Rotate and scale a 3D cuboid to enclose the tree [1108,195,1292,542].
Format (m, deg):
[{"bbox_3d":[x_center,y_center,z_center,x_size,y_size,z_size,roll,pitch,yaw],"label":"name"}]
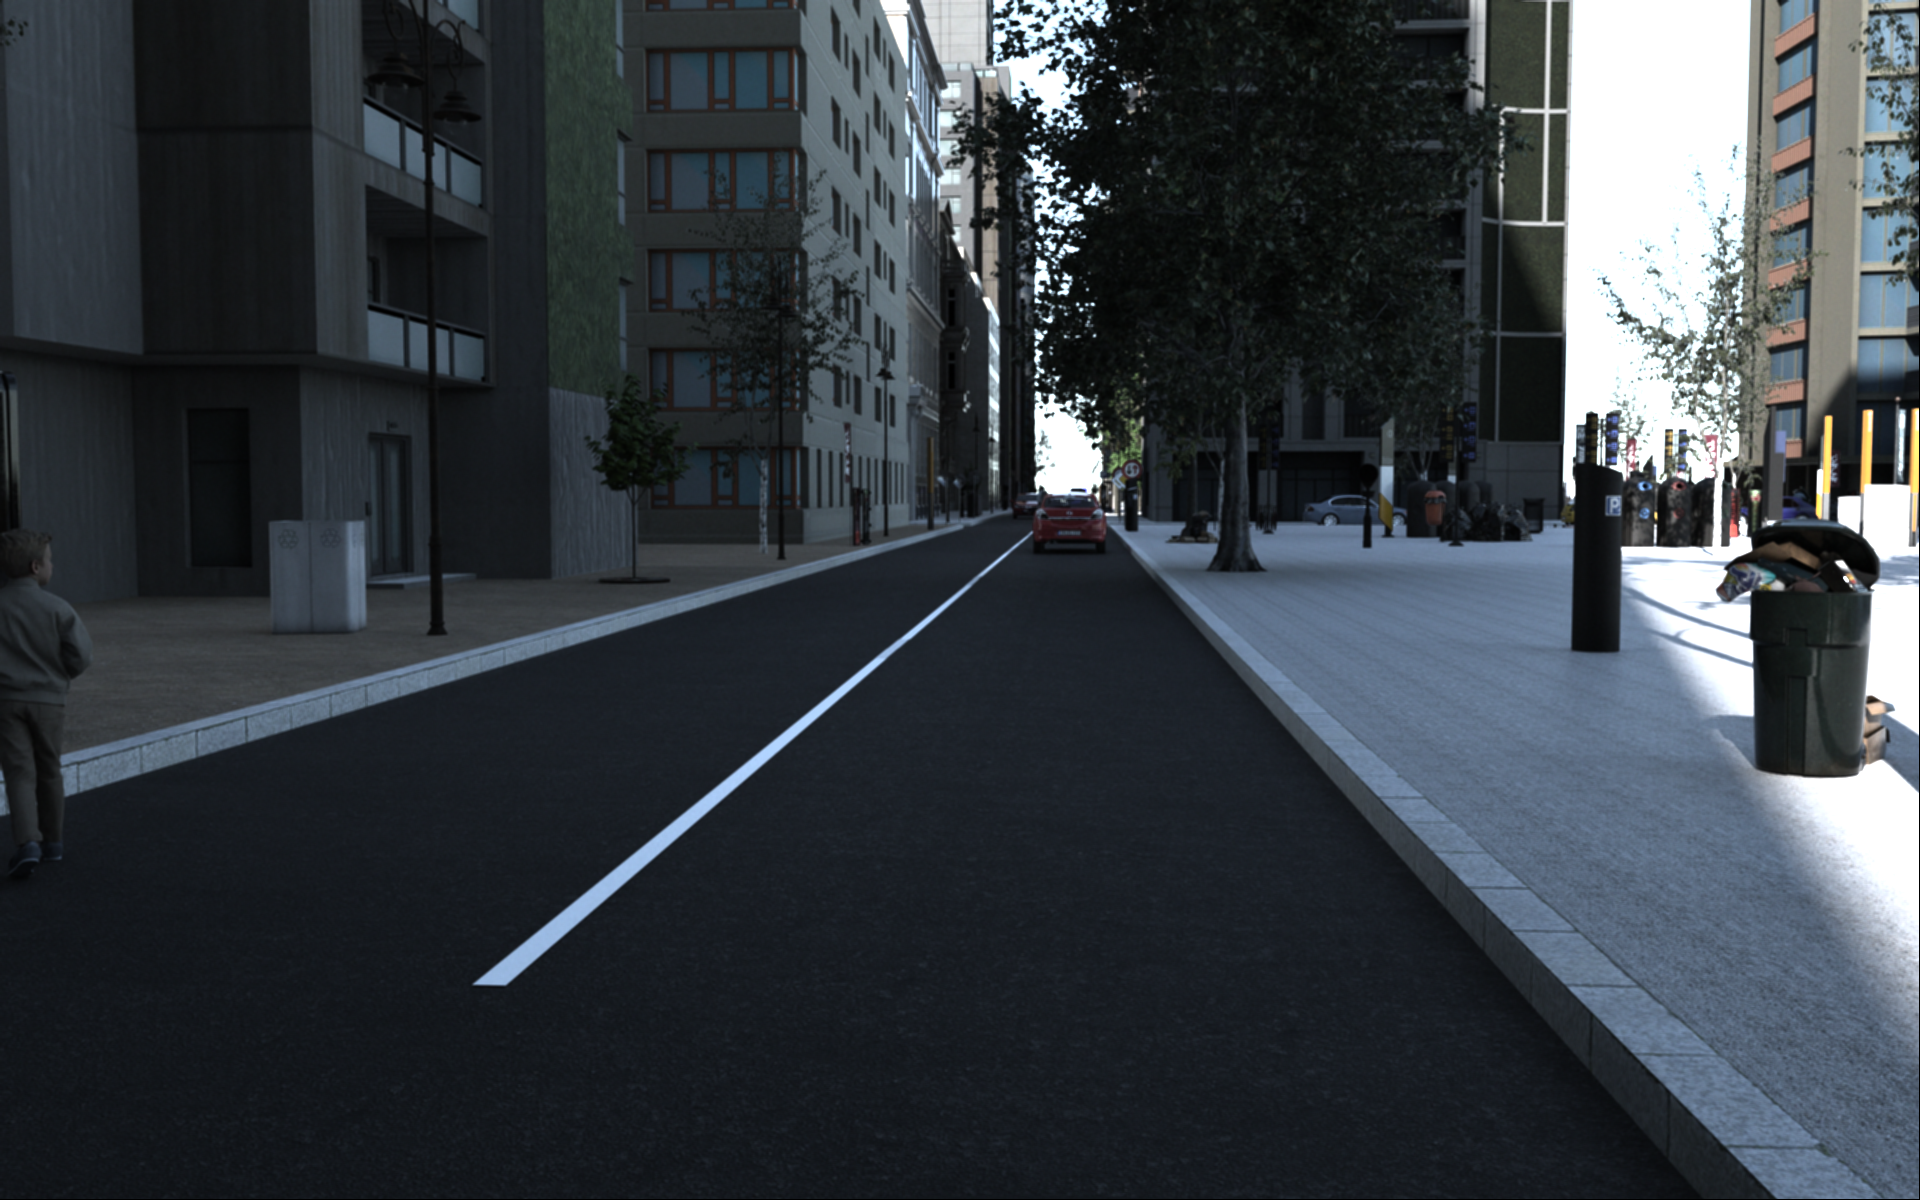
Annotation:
[{"bbox_3d":[5.799,-5.364,38.059,4.737,8.622,4.395,0,3,0],"label":"tree"}]

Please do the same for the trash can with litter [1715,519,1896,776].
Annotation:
[{"bbox_3d":[4.034,0.195,8.193,0.624,1.170,1.055,3,5,39],"label":"trash can with litter"}]

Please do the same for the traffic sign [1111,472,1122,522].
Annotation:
[{"bbox_3d":[7.218,-4.566,78.299,0.795,2.450,0.064,0,4,4],"label":"traffic sign"}]

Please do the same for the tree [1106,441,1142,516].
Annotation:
[{"bbox_3d":[10.185,-7.278,102.701,4.285,4.588,4.351,0,3,0],"label":"tree"}]

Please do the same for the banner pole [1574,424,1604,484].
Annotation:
[{"bbox_3d":[19.668,-3.939,54.414,0.863,3.779,0.401,-1,4,-11],"label":"banner pole"}]

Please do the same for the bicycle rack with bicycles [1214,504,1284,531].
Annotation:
[{"bbox_3d":[10.311,-2.950,61.611,2.852,0.926,2.925,2,4,23],"label":"bicycle rack with bicycles"}]

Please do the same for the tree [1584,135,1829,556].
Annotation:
[{"bbox_3d":[15.417,-5.213,35.600,4.360,8.622,3.978,0,3,0],"label":"tree"}]

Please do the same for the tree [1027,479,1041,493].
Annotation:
[{"bbox_3d":[8.846,-13.572,216.496,1.663,3.219,1.824,0,3,0],"label":"tree"}]

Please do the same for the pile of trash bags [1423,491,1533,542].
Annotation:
[{"bbox_3d":[13.847,-2.279,47.021,3.447,1.369,1.912,-2,4,-35],"label":"pile of trash bags"}]

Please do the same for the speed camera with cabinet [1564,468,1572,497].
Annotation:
[{"bbox_3d":[45.317,-8.191,128.259,0.660,3.252,2.038,0,4,1],"label":"speed camera with cabinet"}]

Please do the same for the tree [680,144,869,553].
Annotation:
[{"bbox_3d":[-4.176,-5.331,37.518,4.360,8.622,3.978,0,3,0],"label":"tree"}]

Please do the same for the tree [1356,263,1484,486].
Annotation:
[{"bbox_3d":[14.964,-6.457,55.936,4.360,8.622,3.978,0,3,0],"label":"tree"}]

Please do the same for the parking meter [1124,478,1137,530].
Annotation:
[{"bbox_3d":[6.031,-3.391,61.154,0.399,1.863,0.255,-2,4,-24],"label":"parking meter"}]

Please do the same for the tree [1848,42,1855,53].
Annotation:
[{"bbox_3d":[11.828,-4.171,18.559,4.360,8.622,3.978,0,3,0],"label":"tree"}]

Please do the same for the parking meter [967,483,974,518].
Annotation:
[{"bbox_3d":[0.577,-5.441,94.674,0.255,1.863,0.399,2,4,25],"label":"parking meter"}]

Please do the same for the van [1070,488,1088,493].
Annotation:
[{"bbox_3d":[11.810,-10.300,172.793,2.240,2.365,5.245,0,4,3],"label":"van"}]

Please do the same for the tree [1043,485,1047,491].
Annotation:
[{"bbox_3d":[13.273,-17.780,285.295,1.663,3.219,1.824,0,3,0],"label":"tree"}]

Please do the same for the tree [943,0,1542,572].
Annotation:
[{"bbox_3d":[4.570,-6.833,28.724,9.611,12.733,9.660,0,3,0],"label":"tree"}]

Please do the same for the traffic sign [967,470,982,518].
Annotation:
[{"bbox_3d":[0.753,-5.584,91.411,0.768,2.556,0.104,1,4,9],"label":"traffic sign"}]

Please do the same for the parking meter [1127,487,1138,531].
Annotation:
[{"bbox_3d":[5.937,-3.129,59.574,0.372,1.533,0.369,0,3,0],"label":"parking meter"}]

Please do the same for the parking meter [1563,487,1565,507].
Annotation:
[{"bbox_3d":[50.444,-8.516,144.946,0.255,1.863,0.399,2,4,29],"label":"parking meter"}]

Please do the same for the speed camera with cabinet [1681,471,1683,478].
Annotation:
[{"bbox_3d":[49.898,-7.673,119.787,0.660,3.252,2.038,3,4,38],"label":"speed camera with cabinet"}]

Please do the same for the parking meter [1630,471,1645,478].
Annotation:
[{"bbox_3d":[16.781,-2.278,42.962,0.255,1.863,0.399,0,4,0],"label":"parking meter"}]

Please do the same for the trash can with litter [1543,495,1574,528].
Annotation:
[{"bbox_3d":[23.516,-3.385,66.395,2.233,1.210,1.678,1,4,14],"label":"trash can with litter"}]

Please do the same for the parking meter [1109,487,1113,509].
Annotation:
[{"bbox_3d":[12.523,-8.479,144.345,0.399,1.863,0.255,1,4,12],"label":"parking meter"}]

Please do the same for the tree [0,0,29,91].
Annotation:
[{"bbox_3d":[-10.368,-3.920,14.460,4.360,8.622,3.978,0,3,0],"label":"tree"}]

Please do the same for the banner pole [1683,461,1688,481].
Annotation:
[{"bbox_3d":[47.898,-7.608,114.403,0.401,3.779,0.863,3,5,41],"label":"banner pole"}]

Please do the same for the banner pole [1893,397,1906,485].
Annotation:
[{"bbox_3d":[24.329,-3.357,44.899,0.863,3.779,0.401,-3,5,-44],"label":"banner pole"}]

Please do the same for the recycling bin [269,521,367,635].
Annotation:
[{"bbox_3d":[-5.988,-0.222,16.177,0.722,1.027,0.722,-1,4,-8],"label":"recycling bin"}]

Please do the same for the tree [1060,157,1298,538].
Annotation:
[{"bbox_3d":[6.952,-7.637,50.614,9.928,11.665,9.643,0,3,0],"label":"tree"}]

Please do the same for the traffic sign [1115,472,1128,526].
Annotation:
[{"bbox_3d":[6.674,-4.079,70.332,0.795,2.450,0.064,0,4,4],"label":"traffic sign"}]

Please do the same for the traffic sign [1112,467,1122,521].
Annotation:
[{"bbox_3d":[7.546,-4.985,81.617,0.768,2.556,0.104,1,4,13],"label":"traffic sign"}]

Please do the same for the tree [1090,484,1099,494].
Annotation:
[{"bbox_3d":[21.169,-17.002,272.591,1.663,3.219,1.824,0,3,0],"label":"tree"}]

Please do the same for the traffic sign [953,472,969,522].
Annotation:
[{"bbox_3d":[-0.008,-4.597,78.810,0.795,2.450,0.064,0,4,4],"label":"traffic sign"}]

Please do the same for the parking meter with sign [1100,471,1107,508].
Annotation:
[{"bbox_3d":[10.932,-8.277,131.594,0.543,3.016,1.738,0,4,7],"label":"parking meter with sign"}]

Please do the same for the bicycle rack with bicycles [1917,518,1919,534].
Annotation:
[{"bbox_3d":[30.115,-2.586,55.669,2.925,0.926,2.852,1,4,15],"label":"bicycle rack with bicycles"}]

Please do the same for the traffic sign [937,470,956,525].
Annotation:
[{"bbox_3d":[-0.552,-4.110,70.844,0.795,2.450,0.064,0,4,4],"label":"traffic sign"}]

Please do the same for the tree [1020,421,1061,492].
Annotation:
[{"bbox_3d":[9.080,-17.560,221.513,8.767,10.594,7.601,1,4,17],"label":"tree"}]

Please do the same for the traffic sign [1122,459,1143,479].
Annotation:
[{"bbox_3d":[6.307,-3.880,63.536,0.768,2.556,0.104,0,4,4],"label":"traffic sign"}]

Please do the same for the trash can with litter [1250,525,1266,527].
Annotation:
[{"bbox_3d":[11.094,-3.482,67.990,2.233,1.210,1.678,0,4,-8],"label":"trash can with litter"}]

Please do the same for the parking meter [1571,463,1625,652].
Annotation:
[{"bbox_3d":[5.212,-0.352,14.160,0.372,1.533,0.369,0,3,0],"label":"parking meter"}]

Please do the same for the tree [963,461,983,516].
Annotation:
[{"bbox_3d":[0.521,-6.532,101.394,1.663,3.219,1.824,0,3,0],"label":"tree"}]

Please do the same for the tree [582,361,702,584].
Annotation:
[{"bbox_3d":[-4.812,-1.861,25.026,1.663,3.219,1.824,0,3,0],"label":"tree"}]
